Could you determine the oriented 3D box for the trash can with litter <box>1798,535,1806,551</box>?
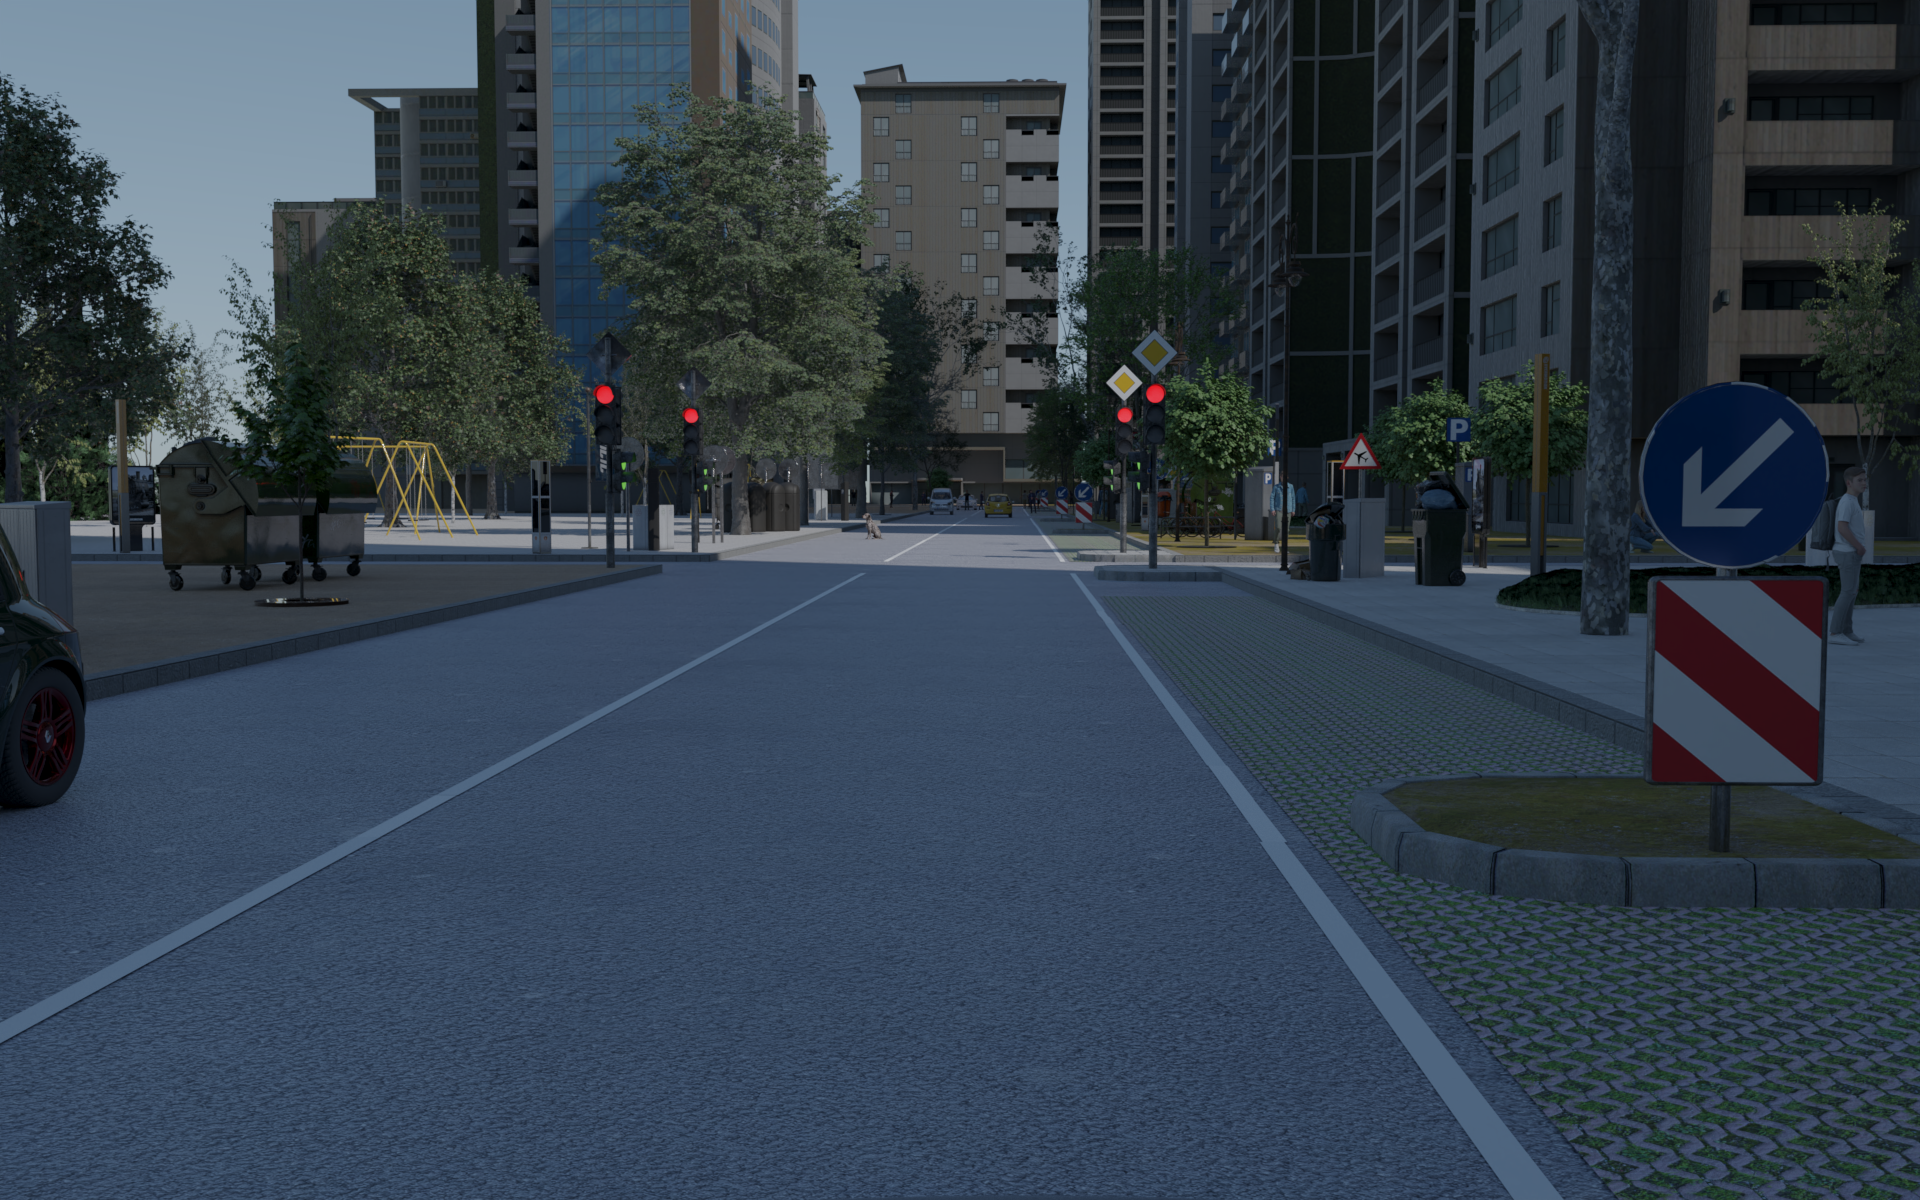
[{"bbox_3d":[19.156,-1.695,39.098,0.624,1.170,1.055,2,4,31],"label":"trash can with litter"}]

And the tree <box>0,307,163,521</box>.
[{"bbox_3d":[-53.884,-12.260,102.279,13.155,14.587,18.604,0,4,-7],"label":"tree"}]

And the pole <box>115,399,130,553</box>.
[{"bbox_3d":[-18.093,-2.666,37.430,0.158,3.312,0.155,0,3,0],"label":"pole"}]

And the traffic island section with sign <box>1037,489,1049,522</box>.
[{"bbox_3d":[5.163,-4.974,89.958,1.989,1.847,2.006,0,4,2],"label":"traffic island section with sign"}]

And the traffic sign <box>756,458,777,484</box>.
[{"bbox_3d":[-6.875,-3.747,61.368,0.768,2.556,0.104,1,4,10],"label":"traffic sign"}]

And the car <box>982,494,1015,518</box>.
[{"bbox_3d":[2.346,-5.866,106.124,2.015,1.641,3.980,0,4,1],"label":"car"}]

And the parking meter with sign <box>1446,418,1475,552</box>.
[{"bbox_3d":[11.366,-2.602,38.808,0.543,3.016,1.738,0,4,1],"label":"parking meter with sign"}]

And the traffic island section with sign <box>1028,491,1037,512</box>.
[{"bbox_3d":[6.682,-8.036,140.011,1.989,1.847,2.006,0,4,2],"label":"traffic island section with sign"}]

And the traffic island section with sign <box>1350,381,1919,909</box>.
[{"bbox_3d":[2.651,0.106,6.903,1.989,1.847,2.006,0,4,2],"label":"traffic island section with sign"}]

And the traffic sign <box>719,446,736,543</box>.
[{"bbox_3d":[-6.279,-2.784,45.624,0.768,2.556,0.104,0,4,6],"label":"traffic sign"}]

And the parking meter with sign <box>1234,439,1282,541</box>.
[{"bbox_3d":[8.270,-3.164,47.995,0.543,3.016,1.738,-3,5,-40],"label":"parking meter with sign"}]

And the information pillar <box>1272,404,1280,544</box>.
[{"bbox_3d":[8.202,-3.272,44.856,0.183,3.616,0.504,1,4,9],"label":"information pillar"}]

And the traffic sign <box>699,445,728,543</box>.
[{"bbox_3d":[-6.395,-2.740,44.909,0.768,2.556,0.104,1,4,8],"label":"traffic sign"}]

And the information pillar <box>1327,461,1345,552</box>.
[{"bbox_3d":[8.317,-2.071,38.360,0.304,2.012,0.304,0,4,-8],"label":"information pillar"}]

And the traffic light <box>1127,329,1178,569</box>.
[{"bbox_3d":[3.304,-2.495,29.714,0.839,4.253,0.868,0,4,2],"label":"traffic light"}]

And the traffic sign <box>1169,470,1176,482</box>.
[{"bbox_3d":[9.409,-4.667,76.042,0.795,2.593,0.064,0,4,5],"label":"traffic sign"}]

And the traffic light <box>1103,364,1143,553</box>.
[{"bbox_3d":[3.545,-2.983,37.695,0.839,4.253,0.868,0,4,2],"label":"traffic light"}]

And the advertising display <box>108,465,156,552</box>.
[{"bbox_3d":[-18.562,-2.057,38.852,0.123,1.923,0.974,3,5,42],"label":"advertising display"}]

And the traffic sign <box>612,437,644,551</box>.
[{"bbox_3d":[-7.414,-2.357,38.645,0.768,2.556,0.104,1,4,9],"label":"traffic sign"}]

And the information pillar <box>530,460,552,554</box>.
[{"bbox_3d":[-8.997,-2.001,37.204,0.304,2.012,0.304,3,5,42],"label":"information pillar"}]

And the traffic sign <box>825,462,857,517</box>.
[{"bbox_3d":[-6.881,-6.319,97.185,2.265,3.308,0.079,0,4,3],"label":"traffic sign"}]

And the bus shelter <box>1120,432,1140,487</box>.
[{"bbox_3d":[10.366,-7.922,107.157,2.179,5.291,8.768,0,4,2],"label":"bus shelter"}]

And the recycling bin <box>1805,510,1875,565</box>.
[{"bbox_3d":[13.672,-0.878,26.916,0.722,1.027,0.722,-2,4,-34],"label":"recycling bin"}]

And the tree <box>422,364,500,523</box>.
[{"bbox_3d":[-22.245,-7.687,76.042,4.360,8.622,3.978,0,3,0],"label":"tree"}]

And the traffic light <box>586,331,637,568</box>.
[{"bbox_3d":[-6.053,-2.511,29.979,0.839,4.253,0.868,0,4,2],"label":"traffic light"}]

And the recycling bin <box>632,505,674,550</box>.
[{"bbox_3d":[-7.093,-1.683,40.065,0.722,1.027,0.722,1,4,19],"label":"recycling bin"}]

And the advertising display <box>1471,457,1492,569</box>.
[{"bbox_3d":[9.085,-1.529,30.213,0.123,1.923,0.974,0,4,5],"label":"advertising display"}]

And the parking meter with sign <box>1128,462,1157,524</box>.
[{"bbox_3d":[8.327,-4.832,75.270,1.738,3.016,0.543,0,4,1],"label":"parking meter with sign"}]

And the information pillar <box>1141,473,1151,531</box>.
[{"bbox_3d":[6.480,-3.391,59.927,0.304,2.012,0.304,3,4,38],"label":"information pillar"}]

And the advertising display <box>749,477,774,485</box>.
[{"bbox_3d":[-7.409,-3.635,64.648,0.974,1.923,0.123,-2,4,-34],"label":"advertising display"}]

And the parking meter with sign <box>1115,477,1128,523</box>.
[{"bbox_3d":[7.699,-4.959,77.344,0.543,3.016,1.738,-3,5,-43],"label":"parking meter with sign"}]

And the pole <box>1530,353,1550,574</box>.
[{"bbox_3d":[8.462,-1.921,25.260,0.158,3.312,0.155,0,3,0],"label":"pole"}]

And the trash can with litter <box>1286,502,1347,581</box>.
[{"bbox_3d":[5.235,-0.875,25.698,0.624,1.170,1.055,-2,4,-28],"label":"trash can with litter"}]

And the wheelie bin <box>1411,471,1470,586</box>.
[{"bbox_3d":[6.714,-1.001,24.283,0.693,1.594,0.980,0,4,-5],"label":"wheelie bin"}]

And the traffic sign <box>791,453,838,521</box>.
[{"bbox_3d":[-6.871,-5.383,81.877,2.265,3.308,0.079,1,4,10],"label":"traffic sign"}]

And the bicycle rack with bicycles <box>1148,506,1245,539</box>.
[{"bbox_3d":[6.876,-2.280,50.663,2.925,0.926,2.852,2,4,25],"label":"bicycle rack with bicycles"}]

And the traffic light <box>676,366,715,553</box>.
[{"bbox_3d":[-5.813,-2.999,37.960,0.839,4.253,0.868,0,4,2],"label":"traffic light"}]

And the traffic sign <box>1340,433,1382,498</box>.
[{"bbox_3d":[8.562,-2.266,37.059,0.884,2.594,0.081,0,4,6],"label":"traffic sign"}]

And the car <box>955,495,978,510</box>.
[{"bbox_3d":[0.598,-8.793,156.122,2.083,1.381,4.827,0,3,0],"label":"car"}]

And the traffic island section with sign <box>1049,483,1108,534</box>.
[{"bbox_3d":[4.342,-3.308,62.716,1.989,1.847,2.006,0,4,2],"label":"traffic island section with sign"}]

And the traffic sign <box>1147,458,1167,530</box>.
[{"bbox_3d":[7.047,-3.769,61.734,0.768,2.556,0.104,0,4,3],"label":"traffic sign"}]

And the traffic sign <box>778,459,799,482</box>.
[{"bbox_3d":[-6.152,-3.796,62.165,0.768,2.556,0.104,1,4,11],"label":"traffic sign"}]

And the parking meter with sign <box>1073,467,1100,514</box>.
[{"bbox_3d":[8.070,-6.985,110.470,1.738,3.016,0.543,0,4,6],"label":"parking meter with sign"}]

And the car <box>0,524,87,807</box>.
[{"bbox_3d":[-5.073,0.195,6.603,2.009,1.686,4.222,0,4,2],"label":"car"}]
